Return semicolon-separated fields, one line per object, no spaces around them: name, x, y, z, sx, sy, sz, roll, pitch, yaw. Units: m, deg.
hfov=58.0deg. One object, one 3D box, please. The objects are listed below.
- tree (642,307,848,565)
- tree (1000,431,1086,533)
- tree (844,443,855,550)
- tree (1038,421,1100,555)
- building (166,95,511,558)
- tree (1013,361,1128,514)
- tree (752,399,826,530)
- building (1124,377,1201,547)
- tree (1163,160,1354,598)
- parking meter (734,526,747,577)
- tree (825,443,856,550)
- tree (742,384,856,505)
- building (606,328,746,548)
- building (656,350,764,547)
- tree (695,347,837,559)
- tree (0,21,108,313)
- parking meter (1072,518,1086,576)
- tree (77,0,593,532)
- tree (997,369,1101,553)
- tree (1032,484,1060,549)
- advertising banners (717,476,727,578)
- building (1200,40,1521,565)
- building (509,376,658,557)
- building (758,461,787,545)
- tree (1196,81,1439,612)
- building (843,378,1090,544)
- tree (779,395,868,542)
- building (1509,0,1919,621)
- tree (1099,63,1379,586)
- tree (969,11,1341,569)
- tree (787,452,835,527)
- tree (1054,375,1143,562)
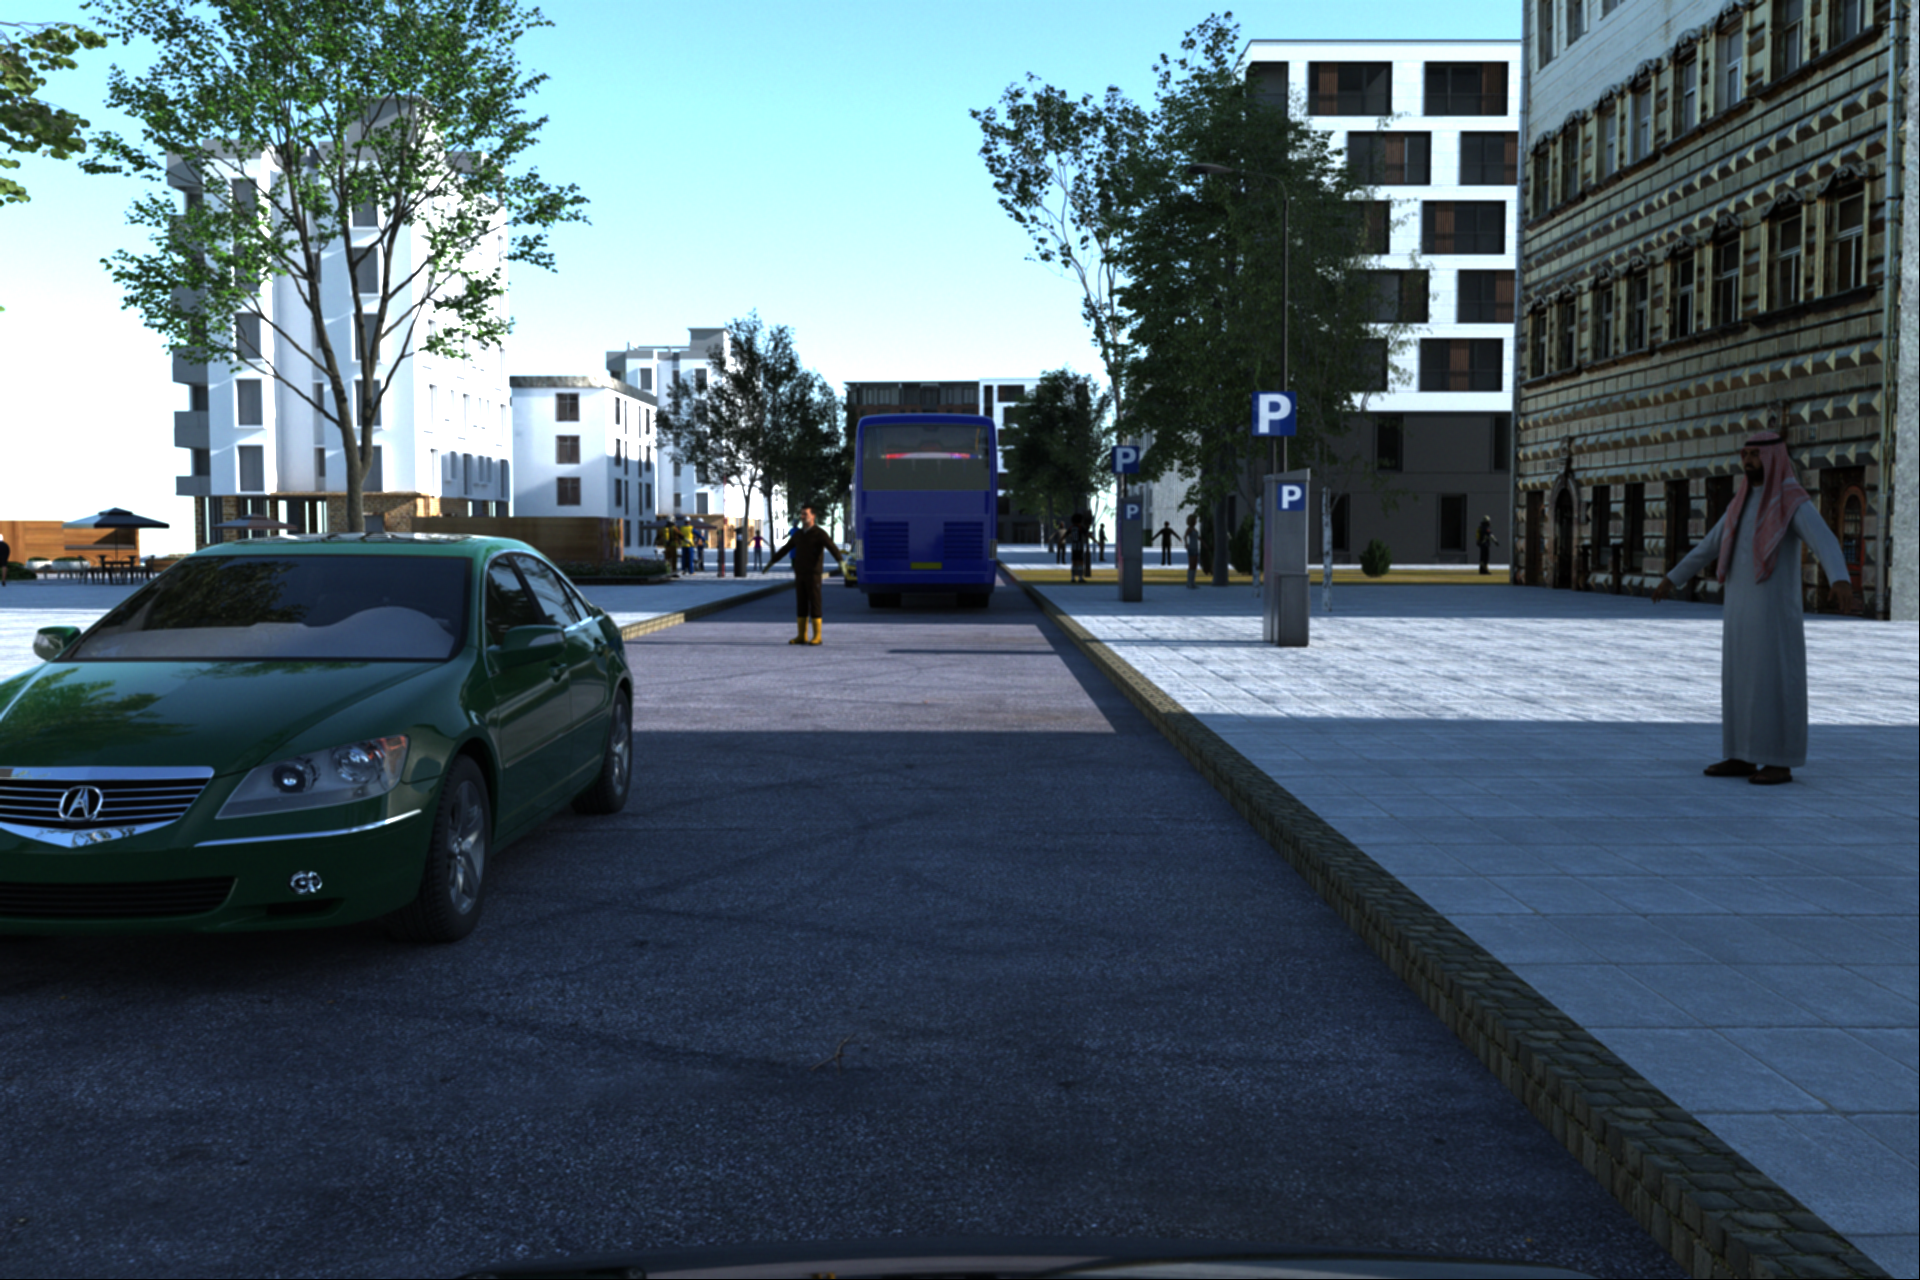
tree;-8.998;-8.411;71.925;8.767;10.594;7.601;-1;4;-9
tree;6.617;-12.152;133.099;7.601;10.594;8.767;-1;4;-10
tree;-9.242;-11.640;140.674;4.360;8.622;3.978;0;3;0
tree;6.593;-9.621;107.666;4.737;8.622;4.395;0;3;0
building;-28.241;-13.436;76.105;16.016;20.090;11.380;0;4;1
tree;6.095;-9.798;94.605;7.601;10.594;8.767;-3;4;-37
tree;-8.875;-8.735;93.185;4.360;8.622;3.978;0;3;0
building;27.029;-19.295;181.935;16.747;18.905;31.486;0;4;0
tree;6.009;-5.175;34.971;4.737;8.622;4.395;0;3;0
parking meter;-6.561;-2.646;51.670;0.372;1.533;0.369;0;3;0
tree;-8.374;-10.759;126.274;4.737;8.622;4.395;0;3;0
tree;-9.371;-10.431;104.961;7.601;10.594;8.767;1;4;22
building;-26.310;-18.558;159.835;16.016;20.090;11.380;0;4;0
building;-26.900;-19.728;178.968;16.016;20.090;11.380;0;4;1
tree;-9.456;-9.176;84.435;7.601;10.594;8.767;0;4;-1
tree;-9.209;-5.681;11.014;7.486;12.596;7.792;0;3;0
parking meter;3.642;-2.897;53.078;0.399;1.863;0.255;0;4;0
tree;-9.598;-6.214;27.349;9.928;11.665;9.643;0;3;0
tree;6.138;-12.294;119.127;7.486;12.596;7.792;0;3;0
tree;7.166;-12.117;148.468;4.737;8.622;4.395;0;3;0
advertising banners;-7.069;-3.385;51.529;0.090;3.025;2.074;0;4;-1
building;25.916;-14.944;88.303;27.936;21.610;32.646;0;3;0
building;-22.988;-10.017;105.920;9.099;9.664;28.070;0;4;1
building;-25.479;-16.427;210.728;9.099;9.664;28.070;0;4;1
tree;6.212;-4.790;28.680;4.360;8.622;3.978;0;3;0
building;1.497;-24.060;239.815;32.646;21.610;27.936;0;4;5
tree;-8.592;-10.999;114.246;8.767;10.594;7.601;1;4;11
building;22.994;-12.405;33.756;19.493;23.208;18.063;0;4;1
tree;6.768;-7.606;42.492;7.486;12.596;7.792;0;3;0
tree;7.047;-12.667;62.987;12.611;20.169;13.585;0;3;0
tree;-21.453;-20.293;238.451;9.857;13.997;8.962;0;3;0
tree;6.167;-7.913;79.748;4.360;8.622;3.978;0;3;0
